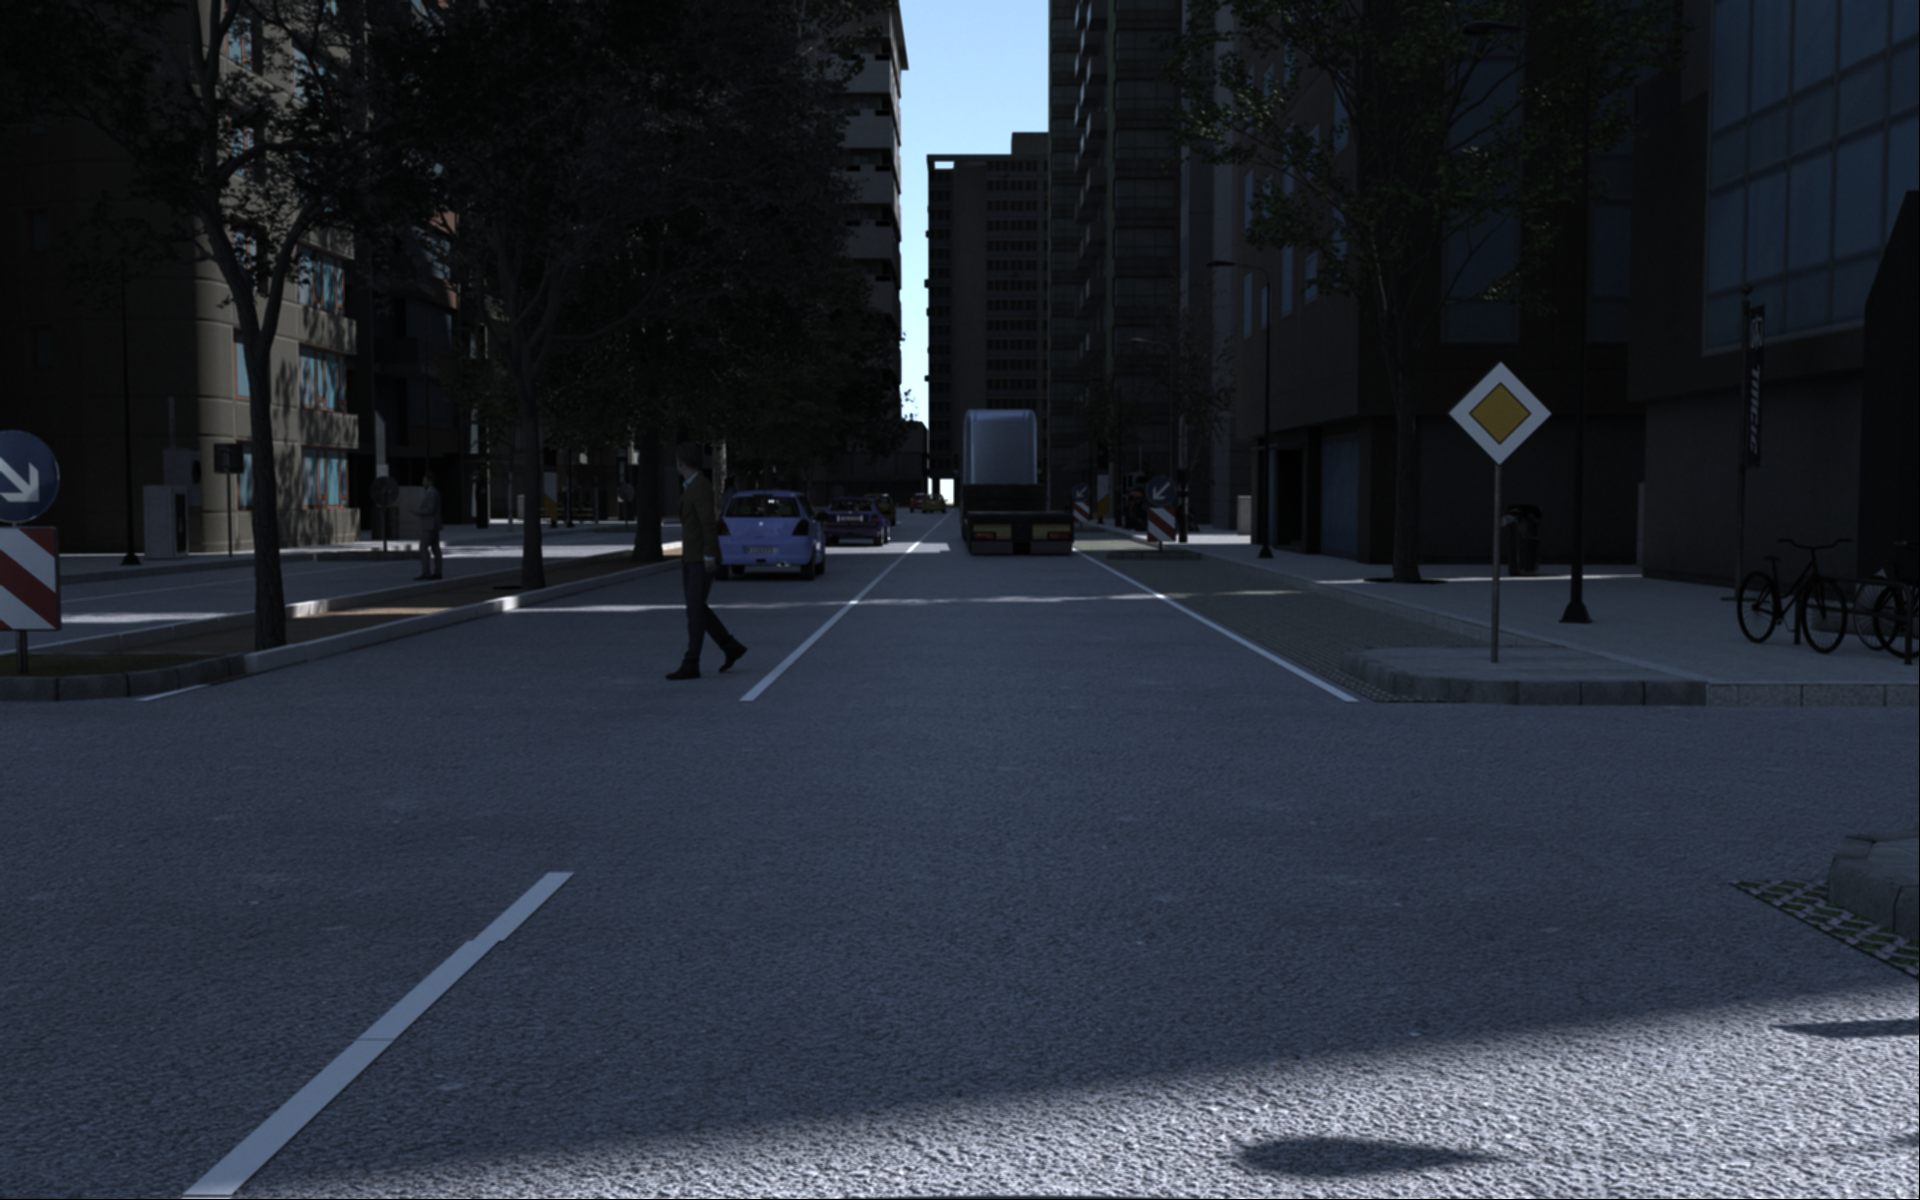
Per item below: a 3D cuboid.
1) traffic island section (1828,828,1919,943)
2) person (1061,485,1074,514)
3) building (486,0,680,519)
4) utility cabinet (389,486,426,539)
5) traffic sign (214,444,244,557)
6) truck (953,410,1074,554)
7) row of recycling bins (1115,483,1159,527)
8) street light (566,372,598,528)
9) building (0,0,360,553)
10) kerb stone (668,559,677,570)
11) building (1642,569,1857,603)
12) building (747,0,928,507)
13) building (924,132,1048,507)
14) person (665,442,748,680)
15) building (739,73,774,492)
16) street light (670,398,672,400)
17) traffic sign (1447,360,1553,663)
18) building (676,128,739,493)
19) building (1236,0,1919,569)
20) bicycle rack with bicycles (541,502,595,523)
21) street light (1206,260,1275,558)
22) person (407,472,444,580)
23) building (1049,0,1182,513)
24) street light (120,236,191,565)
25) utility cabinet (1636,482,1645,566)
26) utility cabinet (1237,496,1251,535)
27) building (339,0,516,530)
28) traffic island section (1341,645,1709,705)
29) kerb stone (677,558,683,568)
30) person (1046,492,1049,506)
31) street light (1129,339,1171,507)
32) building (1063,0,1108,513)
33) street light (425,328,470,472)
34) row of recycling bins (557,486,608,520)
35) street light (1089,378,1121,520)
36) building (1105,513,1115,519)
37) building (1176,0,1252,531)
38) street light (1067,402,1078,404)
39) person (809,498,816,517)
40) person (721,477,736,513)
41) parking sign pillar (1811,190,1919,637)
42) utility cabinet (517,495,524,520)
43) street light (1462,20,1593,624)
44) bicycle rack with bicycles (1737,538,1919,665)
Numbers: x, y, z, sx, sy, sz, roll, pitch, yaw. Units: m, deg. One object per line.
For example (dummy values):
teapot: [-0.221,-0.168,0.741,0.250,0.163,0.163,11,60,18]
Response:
traffic island section: [4.037,1.044,5.204,2.009,0.180,2.903,0,4,0]
person: [5.107,-4.471,81.514,0.656,1.842,0.836,0,4,-3]
building: [-23.810,-25.194,95.516,14.154,41.232,14.086,0,4,0]
utility cabinet: [-15.747,-2.484,49.285,1.173,1.500,0.318,2,4,24]
traffic sign: [-14.809,-2.017,35.100,0.606,2.300,0.079,0,4,2]
truck: [1.332,-3.646,49.369,2.967,4.110,18.799,0,4,-1]
row of recycling bins: [6.798,-3.619,66.288,1.069,1.692,3.534,-1,4,-11]
street light: [-14.363,-5.723,66.109,1.470,5.913,1.316,0,4,0]
building: [-30.004,-11.403,31.479,27.650,21.520,28.899,0,4,0]
kerb stone: [-5.540,-0.642,32.743,0.120,0.150,1.000,0,4,0]
building: [17.172,-22.512,18.182,14.200,45.320,14.600,0,4,0]
building: [-17.513,-36.453,185.251,27.495,52.752,28.713,0,4,0]
building: [8.249,-30.375,188.508,23.993,40.220,32.217,0,4,0]
person: [-2.040,-0.320,13.640,0.656,1.842,0.836,3,5,43]
building: [-28.380,-27.871,147.573,23.993,40.220,32.217,0,4,0]
street light: [-14.159,-6.787,83.503,1.470,5.913,1.316,0,4,0]
traffic sign: [4.063,-0.579,13.112,0.795,2.450,0.064,0,4,0]
building: [-22.068,-20.686,109.916,14.160,30.474,14.107,0,4,0]
building: [14.038,-23.648,36.755,14.600,45.320,14.200,0,4,0]
bicycle rack with bicycles: [-17.562,-3.949,77.953,2.852,0.926,2.925,2,4,35]
street light: [5.591,-3.794,34.566,1.470,5.913,1.316,0,4,0]
person: [-8.935,-1.239,28.961,0.583,1.804,0.606,-1,4,-12]
building: [14.090,-27.958,140.713,14.154,41.232,14.086,0,4,0]
street light: [-14.450,-3.584,31.133,1.470,5.913,1.316,0,4,0]
utility cabinet: [12.497,-1.337,30.541,1.173,1.500,0.318,-1,4,-22]
utility cabinet: [9.182,-2.621,54.015,1.020,1.237,0.306,0,4,-4]
building: [-30.611,-25.258,67.588,22.147,44.769,28.867,0,4,0]
traffic island section: [4.087,0.556,13.189,2.009,0.180,2.903,0,4,0]
kerb stone: [-5.532,-0.708,33.765,0.120,0.150,1.000,0,4,0]
person: [4.168,-4.709,85.333,0.795,1.843,0.661,3,4,36]
street light: [5.749,-4.857,51.960,1.470,5.913,1.316,0,4,0]
building: [19.423,-30.496,118.212,23.786,49.044,30.456,0,4,0]
street light: [-14.383,-4.648,48.528,1.470,5.913,1.316,0,4,0]
row of recycling bins: [-18.820,-4.829,86.060,3.534,1.692,1.069,3,4,37]
street light: [5.855,-5.921,69.355,1.470,5.913,1.316,0,4,0]
building: [15.057,-25.232,96.143,14.154,41.232,14.086,0,4,0]
building: [20.039,-32.482,73.082,21.231,58.520,28.212,0,4,0]
street light: [6.032,-7.005,87.078,1.470,5.913,1.316,0,4,0]
person: [-4.574,-2.422,52.372,0.425,1.301,0.394,-2,4,-33]
person: [-4.935,-1.743,37.265,0.793,1.790,0.793,-3,5,-41]
parking sign pillar: [8.756,-1.688,16.068,1.447,3.967,1.447,1,4,14]
utility cabinet: [-21.507,-4.594,86.276,1.020,1.237,0.306,0,4,7]
street light: [5.625,-2.730,17.170,1.470,5.913,1.316,0,4,0]
bicycle rack with bicycles: [7.881,-0.020,13.704,2.852,0.926,2.925,0,4,2]
